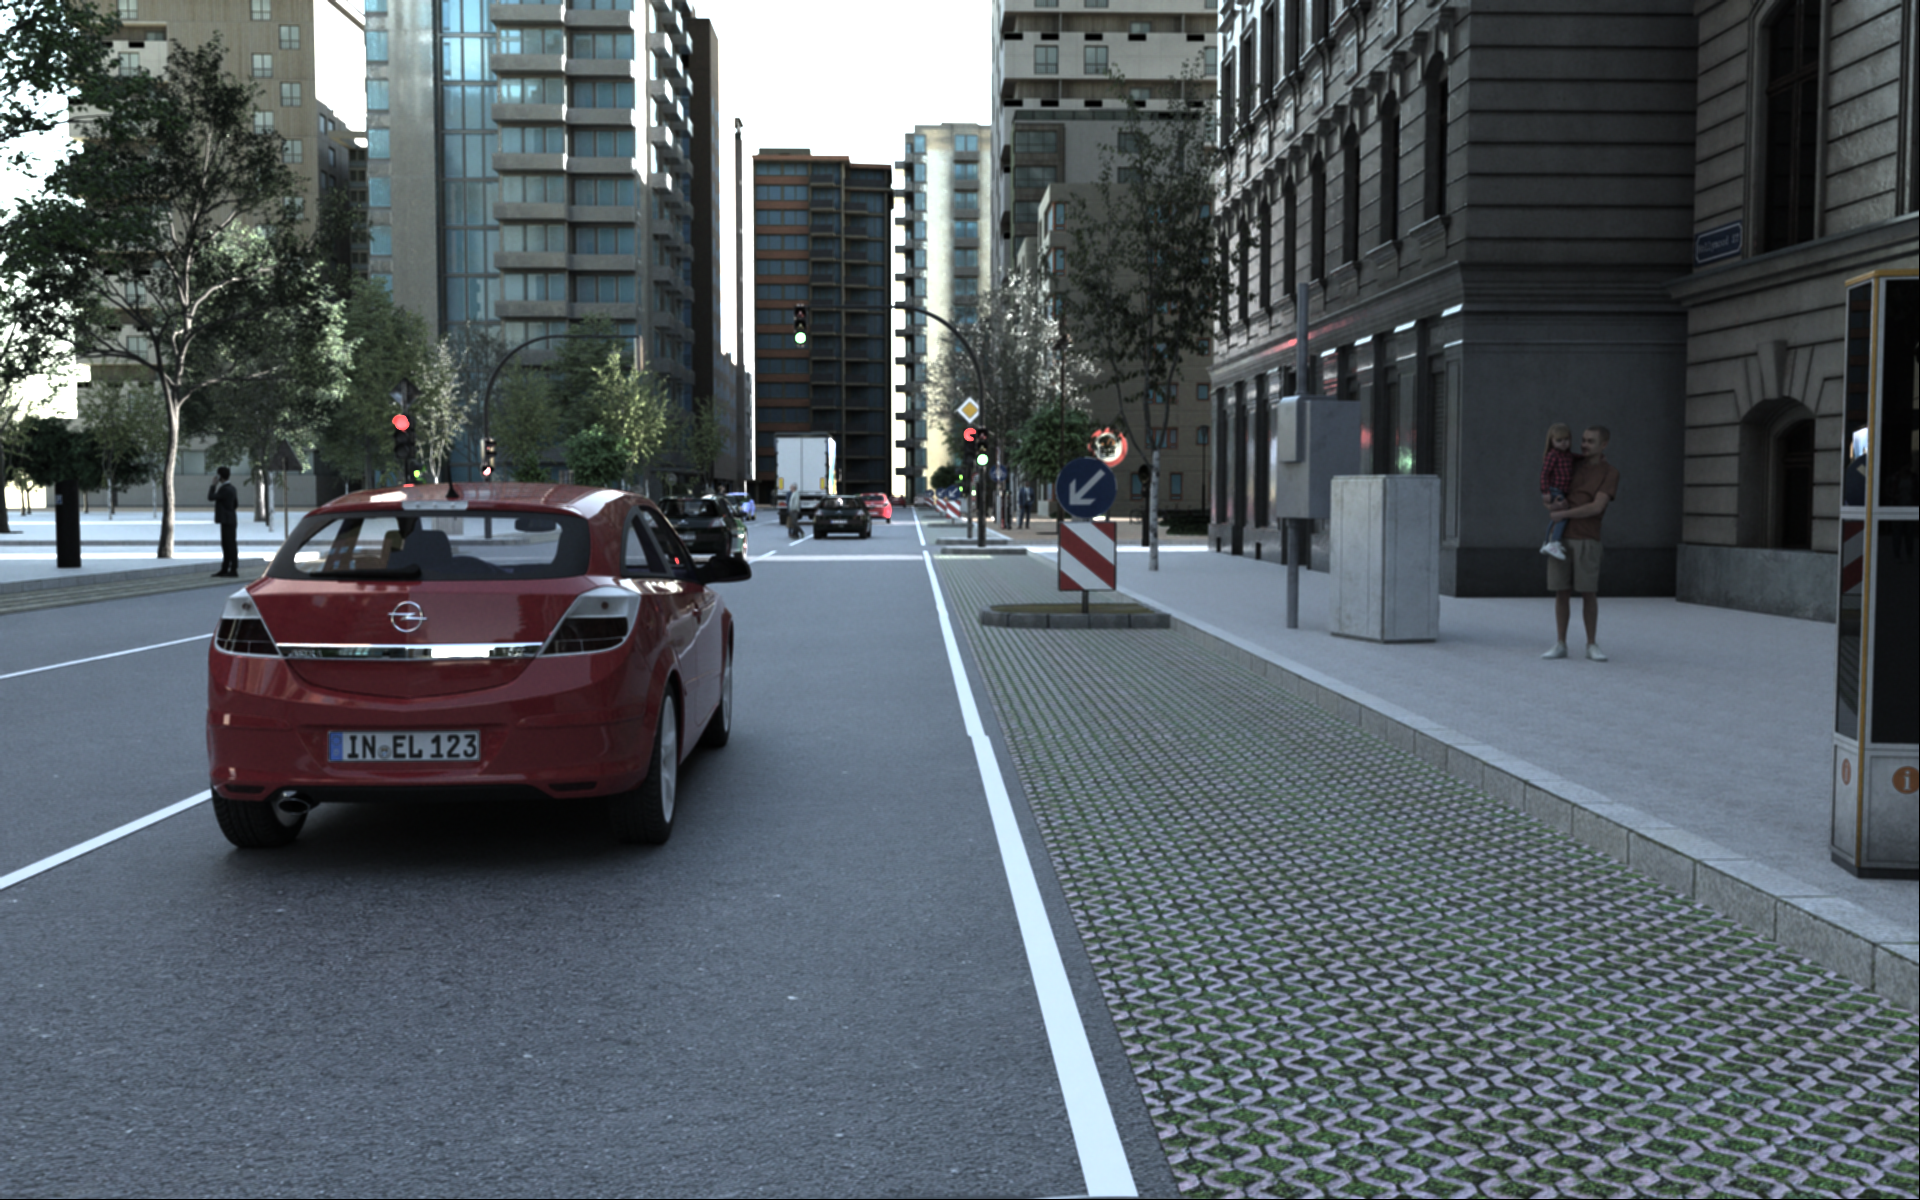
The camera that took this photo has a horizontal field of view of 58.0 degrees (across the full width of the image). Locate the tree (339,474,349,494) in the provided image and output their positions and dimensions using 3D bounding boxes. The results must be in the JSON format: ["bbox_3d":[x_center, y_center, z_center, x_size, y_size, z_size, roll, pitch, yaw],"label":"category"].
[{"bbox_3d":[-42.937,-10.458,121.350,4.360,8.622,3.978,0,3,0],"label":"tree"}]

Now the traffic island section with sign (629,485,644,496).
[{"bbox_3d":[-13.931,-4.033,74.561,1.989,1.847,2.006,0,4,-2],"label":"traffic island section with sign"}]

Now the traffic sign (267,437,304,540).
[{"bbox_3d":[-15.484,-2.432,39.766,0.884,2.594,0.081,0,4,6],"label":"traffic sign"}]

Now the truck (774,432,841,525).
[{"bbox_3d":[-7.399,-5.844,84.457,2.839,4.237,11.283,0,4,-2],"label":"truck"}]

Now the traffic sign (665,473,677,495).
[{"bbox_3d":[-17.434,-6.385,104.495,0.768,2.556,0.104,0,4,4],"label":"traffic sign"}]

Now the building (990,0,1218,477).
[{"bbox_3d":[16.717,-34.557,154.251,28.713,52.752,27.495,0,4,-2],"label":"building"}]

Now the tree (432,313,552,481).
[{"bbox_3d":[-32.721,-12.740,118.667,12.009,13.543,11.850,0,3,0],"label":"tree"}]

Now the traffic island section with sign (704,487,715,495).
[{"bbox_3d":[-14.749,-5.729,102.294,1.989,1.847,2.006,0,4,-2],"label":"traffic island section with sign"}]

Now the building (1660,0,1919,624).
[{"bbox_3d":[14.194,-11.260,3.180,14.460,24.649,34.723,0,4,-2],"label":"building"}]

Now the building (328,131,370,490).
[{"bbox_3d":[-48.704,-29.917,181.024,23.993,40.220,32.217,0,4,-2],"label":"building"}]

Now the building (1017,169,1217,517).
[{"bbox_3d":[18.371,-16.287,111.339,27.650,21.520,28.899,0,4,-2],"label":"building"}]

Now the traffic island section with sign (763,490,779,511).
[{"bbox_3d":[-16.200,-8.753,151.741,1.989,1.847,2.006,0,4,-2],"label":"traffic island section with sign"}]

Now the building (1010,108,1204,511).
[{"bbox_3d":[10.771,-22.147,133.799,14.160,30.474,14.107,0,4,-2],"label":"building"}]

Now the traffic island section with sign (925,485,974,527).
[{"bbox_3d":[-0.417,-4.050,74.838,1.989,1.847,2.006,0,4,-2],"label":"traffic island section with sign"}]

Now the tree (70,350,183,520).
[{"bbox_3d":[-42.318,-8.325,86.477,4.737,8.622,4.395,0,3,0],"label":"tree"}]

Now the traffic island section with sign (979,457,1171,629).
[{"bbox_3d":[1.219,-0.649,19.235,1.989,1.847,2.006,0,4,-2],"label":"traffic island section with sign"}]

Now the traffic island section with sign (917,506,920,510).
[{"bbox_3d":[-2.710,-8.798,152.477,1.989,1.847,2.006,0,4,-2],"label":"traffic island section with sign"}]

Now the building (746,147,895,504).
[{"bbox_3d":[-22.830,-34.687,221.754,28.867,44.769,22.147,0,4,-2],"label":"building"}]

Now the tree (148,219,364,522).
[{"bbox_3d":[-32.582,-10.624,80.354,9.857,13.997,8.962,0,3,0],"label":"tree"}]

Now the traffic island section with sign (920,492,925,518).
[{"bbox_3d":[-1.235,-5.739,102.464,1.989,1.847,2.006,0,4,-2],"label":"traffic island section with sign"}]

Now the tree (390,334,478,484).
[{"bbox_3d":[-24.256,-7.919,79.842,4.360,8.622,3.978,0,3,0],"label":"tree"}]

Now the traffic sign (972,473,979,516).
[{"bbox_3d":[1.024,-6.161,100.845,0.768,2.556,0.104,0,4,6],"label":"traffic sign"}]

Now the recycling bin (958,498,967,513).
[{"bbox_3d":[0.305,-6.430,117.681,0.722,1.027,0.722,1,4,19],"label":"recycling bin"}]

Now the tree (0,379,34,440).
[{"bbox_3d":[-41.691,-7.499,72.969,4.360,8.622,3.978,0,3,0],"label":"tree"}]

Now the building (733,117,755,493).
[{"bbox_3d":[-29.917,-30.963,189.833,14.086,41.232,14.154,0,4,-2],"label":"building"}]

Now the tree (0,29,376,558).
[{"bbox_3d":[-15.639,-6.120,34.483,7.601,10.594,8.767,0,4,0],"label":"tree"}]

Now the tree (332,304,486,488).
[{"bbox_3d":[-21.532,-7.107,66.562,4.737,8.622,4.395,0,3,0],"label":"tree"}]

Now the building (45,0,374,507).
[{"bbox_3d":[-75.281,-36.161,180.474,27.495,52.752,28.713,0,4,-2],"label":"building"}]

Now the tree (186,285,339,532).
[{"bbox_3d":[-23.638,-6.617,58.545,4.360,8.622,3.978,0,3,0],"label":"tree"}]

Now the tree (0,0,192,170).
[{"bbox_3d":[-14.974,-6.029,24.323,9.928,11.665,9.643,0,3,0],"label":"tree"}]

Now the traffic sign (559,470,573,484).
[{"bbox_3d":[-16.572,-4.329,72.911,0.606,2.300,0.079,0,4,0],"label":"traffic sign"}]

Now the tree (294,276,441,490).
[{"bbox_3d":[-30.774,-10.503,89.858,7.486,12.596,7.792,0,3,0],"label":"tree"}]

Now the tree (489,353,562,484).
[{"bbox_3d":[-22.250,-8.493,89.227,4.737,8.622,4.395,0,3,0],"label":"tree"}]

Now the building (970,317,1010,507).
[{"bbox_3d":[15.375,-20.759,184.446,27.650,21.520,28.899,0,4,-2],"label":"building"}]

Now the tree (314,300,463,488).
[{"bbox_3d":[-33.877,-11.282,101.474,9.611,12.733,9.660,0,3,0],"label":"tree"}]

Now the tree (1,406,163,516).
[{"bbox_3d":[-57.532,-9.027,110.505,11.467,7.101,20.602,-3,4,-36],"label":"tree"}]

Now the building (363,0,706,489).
[{"bbox_3d":[-33.483,-31.749,138.699,23.786,49.044,30.456,0,4,-2],"label":"building"}]

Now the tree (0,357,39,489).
[{"bbox_3d":[-43.614,-7.830,78.376,4.737,8.622,4.395,0,3,0],"label":"tree"}]

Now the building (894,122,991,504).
[{"bbox_3d":[6.806,-36.899,222.898,30.456,49.044,23.786,0,4,-2],"label":"building"}]

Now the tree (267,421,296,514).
[{"bbox_3d":[-43.240,-9.730,109.454,4.737,8.622,4.395,0,3,0],"label":"tree"}]

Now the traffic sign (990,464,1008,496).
[{"bbox_3d":[1.643,-4.506,73.778,0.768,2.556,0.104,0,4,4],"label":"traffic sign"}]

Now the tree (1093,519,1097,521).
[{"bbox_3d":[5.988,-5.461,83.889,1.663,3.219,1.824,0,3,0],"label":"tree"}]

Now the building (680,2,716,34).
[{"bbox_3d":[-29.211,-31.261,161.233,14.600,45.320,14.200,0,4,-2],"label":"building"}]

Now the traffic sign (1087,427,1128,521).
[{"bbox_3d":[2.812,-2.014,33.042,0.768,2.556,0.104,0,4,4],"label":"traffic sign"}]

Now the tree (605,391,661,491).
[{"bbox_3d":[-21.766,-10.069,114.990,4.360,8.622,3.978,0,3,0],"label":"tree"}]

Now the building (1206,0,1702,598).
[{"bbox_3d":[10.562,-11.052,29.858,9.793,20.994,18.267,0,4,-2],"label":"building"}]

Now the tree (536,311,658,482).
[{"bbox_3d":[-22.898,-11.621,108.129,7.486,12.596,7.792,0,3,0],"label":"tree"}]

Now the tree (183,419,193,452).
[{"bbox_3d":[-43.059,-8.721,92.957,4.737,8.622,4.395,0,3,0],"label":"tree"}]
